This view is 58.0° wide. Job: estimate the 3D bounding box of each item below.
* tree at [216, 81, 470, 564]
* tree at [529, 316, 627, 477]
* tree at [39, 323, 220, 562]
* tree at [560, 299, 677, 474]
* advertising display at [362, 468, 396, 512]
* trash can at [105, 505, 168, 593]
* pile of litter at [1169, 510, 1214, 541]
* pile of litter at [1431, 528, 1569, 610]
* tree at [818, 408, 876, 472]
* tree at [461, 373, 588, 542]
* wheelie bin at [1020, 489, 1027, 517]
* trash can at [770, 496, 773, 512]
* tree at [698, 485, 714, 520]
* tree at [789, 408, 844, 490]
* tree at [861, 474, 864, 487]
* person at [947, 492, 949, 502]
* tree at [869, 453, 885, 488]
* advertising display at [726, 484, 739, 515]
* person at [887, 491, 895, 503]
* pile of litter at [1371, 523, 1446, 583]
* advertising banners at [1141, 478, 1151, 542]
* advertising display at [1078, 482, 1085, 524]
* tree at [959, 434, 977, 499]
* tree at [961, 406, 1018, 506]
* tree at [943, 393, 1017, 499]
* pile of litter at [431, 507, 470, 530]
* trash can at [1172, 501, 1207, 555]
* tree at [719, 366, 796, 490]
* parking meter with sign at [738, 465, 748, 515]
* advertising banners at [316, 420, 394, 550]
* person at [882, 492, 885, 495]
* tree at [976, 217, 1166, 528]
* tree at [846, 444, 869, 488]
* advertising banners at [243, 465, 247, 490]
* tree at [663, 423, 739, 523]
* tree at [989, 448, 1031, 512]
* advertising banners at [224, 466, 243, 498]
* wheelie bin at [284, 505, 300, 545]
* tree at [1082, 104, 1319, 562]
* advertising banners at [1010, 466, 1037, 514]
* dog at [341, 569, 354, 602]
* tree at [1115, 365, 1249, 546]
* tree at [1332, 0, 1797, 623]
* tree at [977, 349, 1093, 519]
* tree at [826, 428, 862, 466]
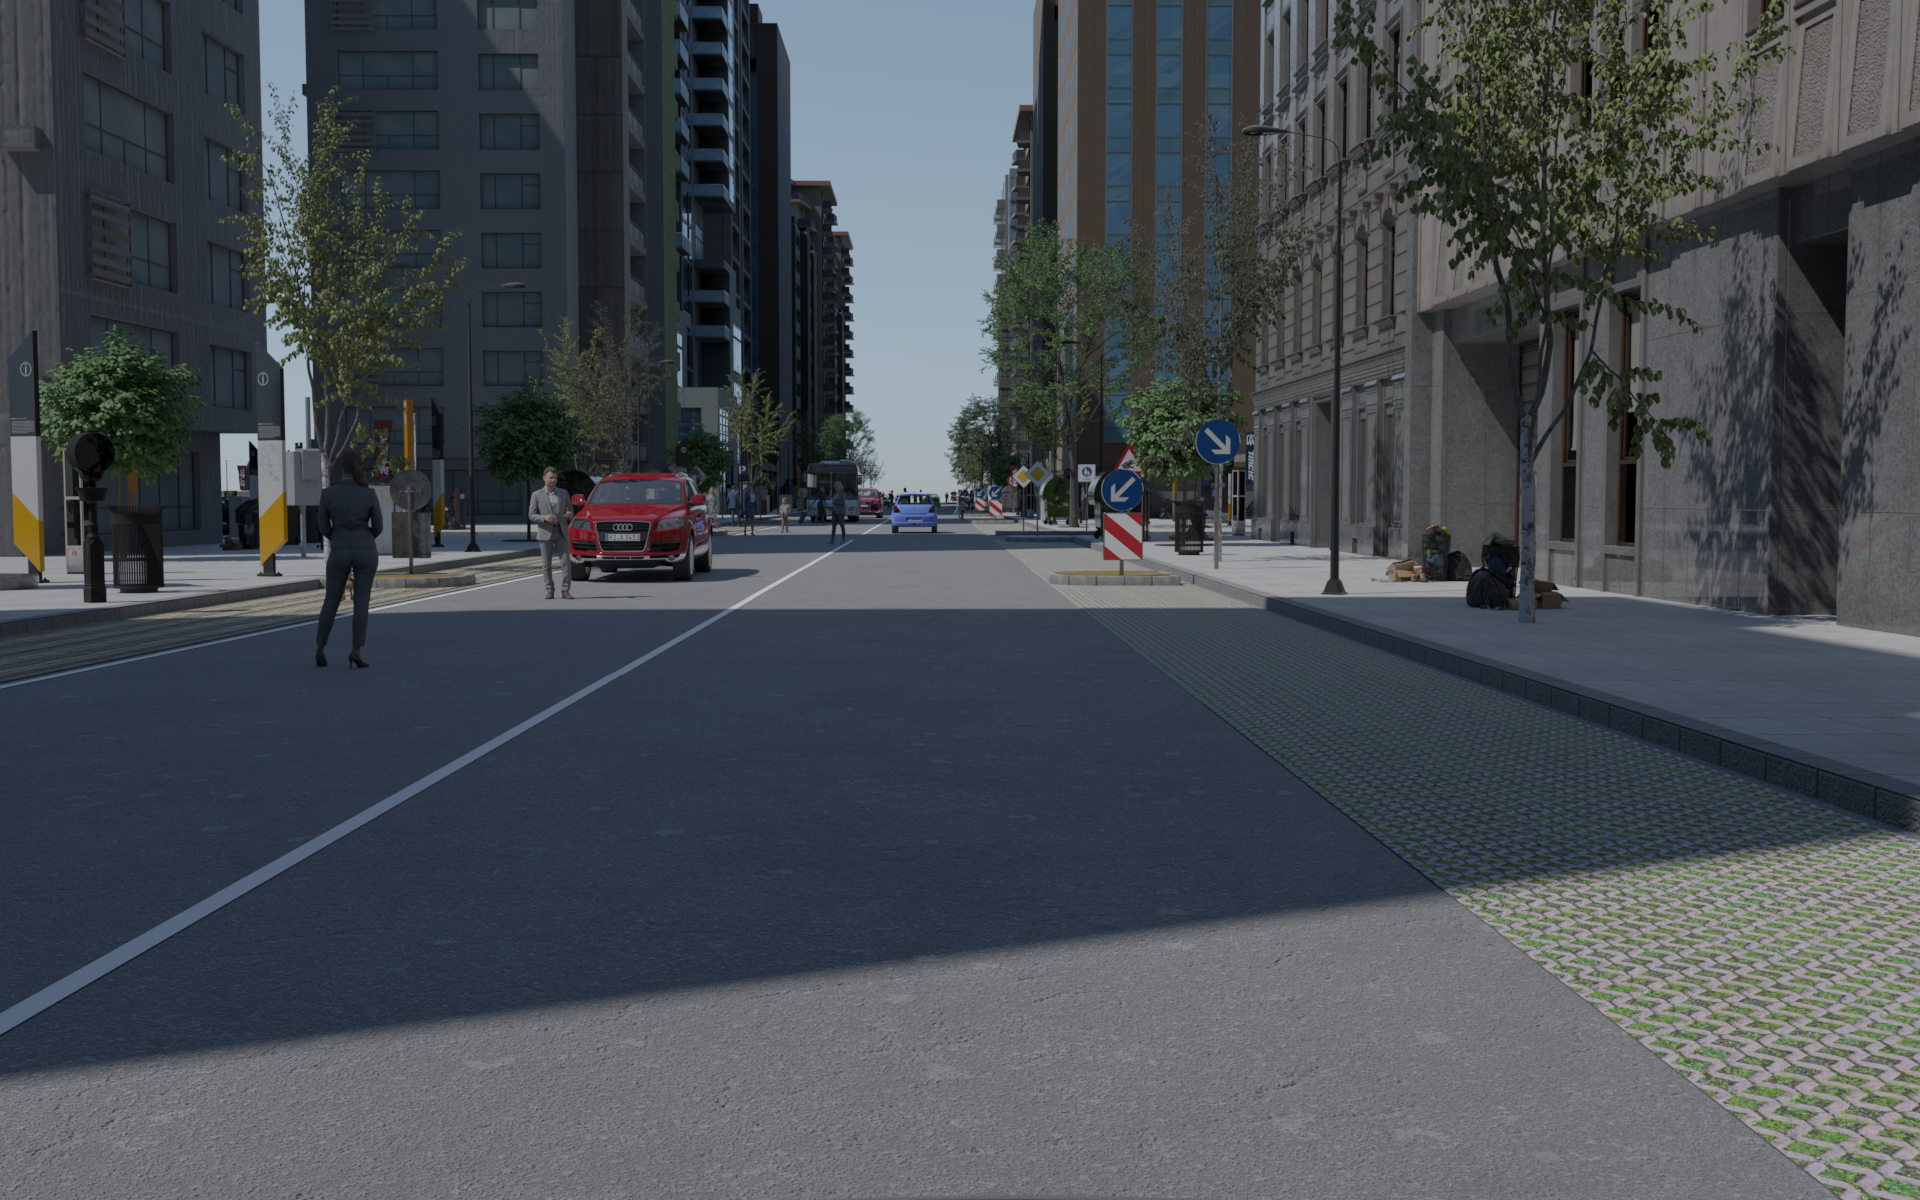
[{"bbox_3d":[-11.401,-4.961,31.471,4.737,8.622,4.395,0,3,0],"label":"tree"},{"bbox_3d":[-15.603,-7.387,71.141,4.737,8.622,4.395,0,3,0],"label":"tree"},{"bbox_3d":[-16.121,-3.040,33.417,4.285,4.588,4.351,0,3,0],"label":"tree"},{"bbox_3d":[-12.646,-6.982,64.513,4.360,8.622,3.978,0,3,0],"label":"tree"},{"bbox_3d":[-14.410,-2.293,42.706,0.974,1.923,0.123,0,4,5],"label":"advertising display"},{"bbox_3d":[-10.715,-0.668,22.574,0.748,1.137,0.748,0,3,0],"label":"trash can"},{"bbox_3d":[6.467,-2.105,48.389,1.176,0.858,1.719,0,4,-6],"label":"pile of litter"},{"bbox_3d":[6.430,-0.356,19.787,1.719,0.858,1.176,-3,5,-39],"label":"pile of litter"},{"bbox_3d":[-13.580,-17.273,208.169,9.928,11.665,9.643,0,3,0],"label":"tree"},{"bbox_3d":[-11.844,-3.877,47.103,4.285,4.588,4.351,0,3,0],"label":"tree"},{"bbox_3d":[3.709,-5.412,96.400,0.693,1.594,0.980,0,4,4],"label":"wheelie bin"},{"bbox_3d":[-13.559,-6.792,122.699,0.748,1.137,0.748,0,3,0],"label":"trash can"},{"bbox_3d":[-12.764,-5.560,85.515,1.663,3.219,1.824,0,3,0],"label":"tree"},{"bbox_3d":[-12.866,-12.209,149.982,4.360,8.622,3.978,0,3,0],"label":"tree"},{"bbox_3d":[-14.089,-14.692,223.928,4.285,4.588,4.351,0,3,0],"label":"tree"},{"bbox_3d":[-2.140,-17.433,294.450,0.530,1.710,0.541,-2,4,-29],"label":"person"},{"bbox_3d":[-14.520,-18.949,260.174,4.360,8.622,3.978,0,3,0],"label":"tree"},{"bbox_3d":[-13.906,-6.155,105.847,0.123,1.923,0.974,3,5,39],"label":"advertising display"},{"bbox_3d":[-9.877,-14.387,243.804,1.350,1.814,0.705,0,4,-6],"label":"person"},{"bbox_3d":[6.845,-0.713,25.617,1.719,0.858,1.176,-1,4,-10],"label":"pile of litter"},{"bbox_3d":[5.009,-3.099,46.862,0.090,3.025,2.074,1,4,13],"label":"advertising banners"},{"bbox_3d":[5.286,-4.286,75.283,0.123,1.923,0.974,1,4,13],"label":"advertising display"},{"bbox_3d":[2.118,-15.758,208.012,4.737,8.622,4.395,0,3,0],"label":"tree"},{"bbox_3d":[2.938,-11.834,143.845,4.360,8.622,3.978,0,3,0],"label":"tree"},{"bbox_3d":[2.768,-19.094,218.839,9.857,13.997,8.962,0,3,0],"label":"tree"},{"bbox_3d":[-18.325,-2.949,62.175,1.719,0.858,1.176,3,4,38],"label":"pile of litter"},{"bbox_3d":[4.820,-1.516,36.435,0.748,1.137,0.748,0,3,0],"label":"trash can"},{"bbox_3d":[-11.819,-9.134,99.706,4.737,8.622,4.395,0,3,0],"label":"tree"},{"bbox_3d":[-12.999,-6.597,104.127,0.543,3.016,1.738,-1,4,-13],"label":"parking meter with sign"},{"bbox_3d":[-14.055,-2.700,40.328,0.090,3.025,2.074,3,4,37],"label":"advertising banners"},{"bbox_3d":[-11.814,-15.791,266.819,1.348,1.807,0.705,0,4,3],"label":"person"},{"bbox_3d":[4.207,-8.577,65.986,9.928,11.665,9.643,0,3,0],"label":"tree"},{"bbox_3d":[-14.710,-17.310,233.375,4.360,8.622,3.978,0,3,0],"label":"tree"},{"bbox_3d":[-42.893,-6.684,105.477,2.074,3.025,0.090,-1,4,-16],"label":"advertising banners"},{"bbox_3d":[-11.604,-5.785,78.293,4.285,4.588,4.351,0,3,0],"label":"tree"},{"bbox_3d":[3.681,-8.535,123.256,4.285,4.588,4.351,0,3,0],"label":"tree"},{"bbox_3d":[-27.771,-4.152,64.067,2.074,3.025,0.090,-1,4,-19],"label":"advertising banners"},{"bbox_3d":[-17.048,-2.178,43.521,0.980,1.594,0.693,-2,4,-35],"label":"wheelie bin"},{"bbox_3d":[4.743,-5.046,32.860,4.360,8.622,3.978,0,3,0],"label":"tree"},{"bbox_3d":[4.201,-6.942,109.697,2.074,3.025,0.090,0,4,6],"label":"advertising banners"},{"bbox_3d":[-8.165,-0.232,23.075,0.540,0.507,0.406,2,4,25],"label":"dog"},{"bbox_3d":[5.479,-3.622,42.929,4.285,4.588,4.351,0,3,0],"label":"tree"},{"bbox_3d":[5.634,-4.065,16.826,4.737,8.622,4.395,0,3,0],"label":"tree"},{"bbox_3d":[4.204,-8.359,87.031,4.737,8.622,4.395,0,3,0],"label":"tree"},{"bbox_3d":[-13.114,-14.879,193.638,4.737,8.622,4.395,0,3,0],"label":"tree"}]
